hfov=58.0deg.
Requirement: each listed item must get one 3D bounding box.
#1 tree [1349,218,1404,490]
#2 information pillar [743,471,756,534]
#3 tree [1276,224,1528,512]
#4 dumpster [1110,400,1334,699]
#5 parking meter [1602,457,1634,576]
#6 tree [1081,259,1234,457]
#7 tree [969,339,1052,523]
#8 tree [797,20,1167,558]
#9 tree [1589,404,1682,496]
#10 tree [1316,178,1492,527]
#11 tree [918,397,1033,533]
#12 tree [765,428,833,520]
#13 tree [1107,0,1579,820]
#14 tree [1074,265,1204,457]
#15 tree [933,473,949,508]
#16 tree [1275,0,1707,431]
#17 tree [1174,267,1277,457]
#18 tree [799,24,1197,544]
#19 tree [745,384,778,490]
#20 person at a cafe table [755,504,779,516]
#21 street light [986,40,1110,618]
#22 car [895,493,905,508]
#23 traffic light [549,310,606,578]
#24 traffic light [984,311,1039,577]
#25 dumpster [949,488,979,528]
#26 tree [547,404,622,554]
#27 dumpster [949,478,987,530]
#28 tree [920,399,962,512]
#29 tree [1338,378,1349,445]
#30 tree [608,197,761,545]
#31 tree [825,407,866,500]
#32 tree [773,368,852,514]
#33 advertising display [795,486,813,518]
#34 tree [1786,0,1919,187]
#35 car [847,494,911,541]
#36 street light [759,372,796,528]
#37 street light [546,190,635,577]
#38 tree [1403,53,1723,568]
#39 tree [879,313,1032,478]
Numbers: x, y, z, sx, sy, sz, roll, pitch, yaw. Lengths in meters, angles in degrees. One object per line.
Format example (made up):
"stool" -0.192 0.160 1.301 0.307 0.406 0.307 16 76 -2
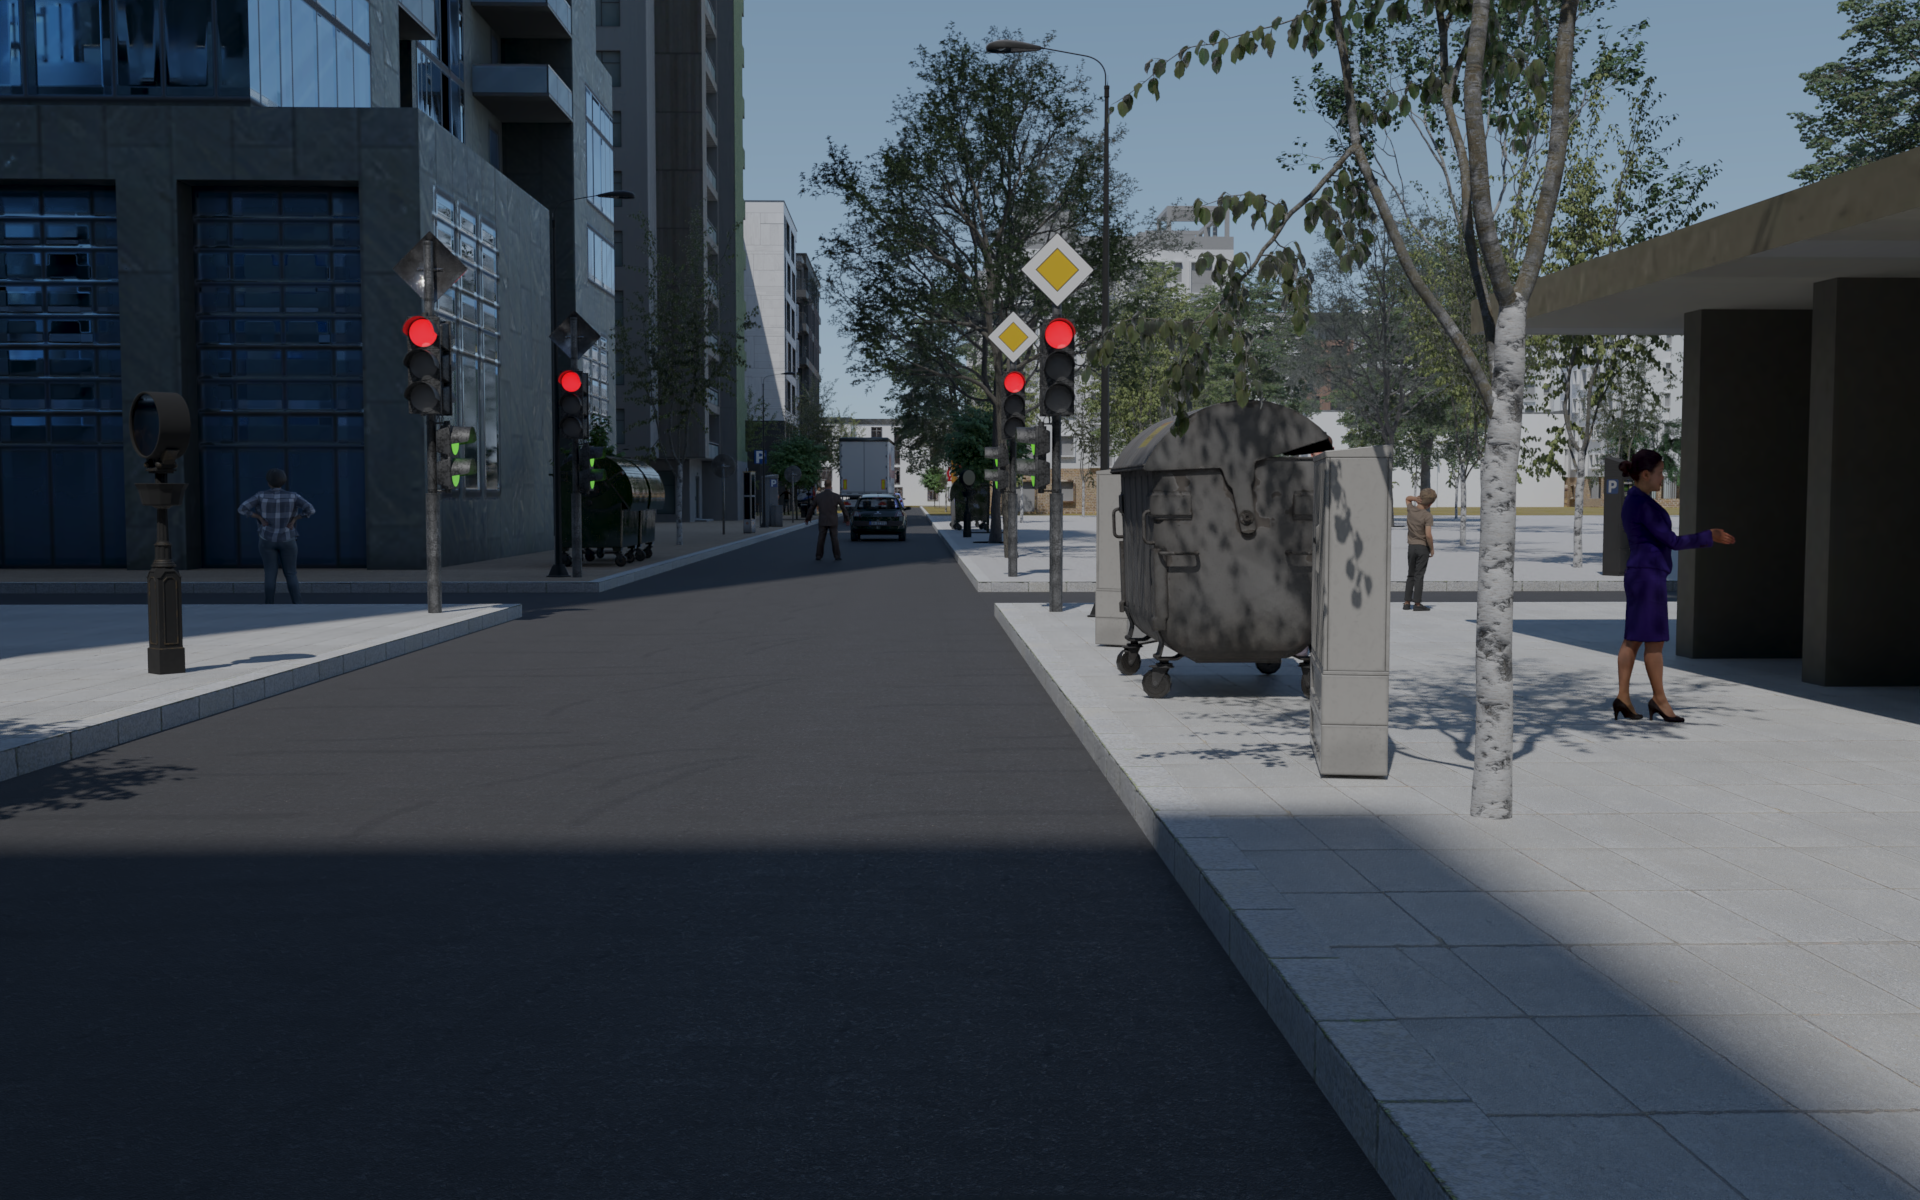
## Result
"tree" 12.608 -5.648 42.712 4.737 8.622 4.395 0 3 0
"information pillar" -6.860 -3.173 56.368 0.304 2.012 0.304 1 4 22
"tree" 21.660 -10.649 80.772 9.857 13.997 8.962 0 3 0
"dumpster" 1.725 -0.352 11.516 1.264 1.857 1.865 0 4 -2
"parking meter" 10.309 -1.310 27.131 0.255 1.863 0.399 -2 4 -29
"tree" 9.798 -10.174 84.468 7.486 12.596 7.792 0 3 0
"tree" 2.513 -7.740 76.919 4.737 8.622 4.395 0 3 0
"tree" 0.707 -6.129 34.622 7.601 10.594 8.767 1 4 16
"tree" 46.648 -8.146 96.092 20.602 7.101 11.467 0 4 -8
"tree" 16.696 -9.593 67.224 12.009 13.543 11.850 0 3 0
"tree" 0.912 -4.476 56.889 4.285 4.588 4.351 0 3 0
"tree" -7.986 -6.227 85.518 4.285 4.588 4.351 0 3 0
"tree" 2.095 -3.457 6.877 4.360 8.622 3.978 0 3 0
"tree" 5.602 -6.353 54.233 4.737 8.622 4.395 0 3 0
"tree" -1.938 -9.964 157.507 1.663 3.219 1.824 0 3 0
"tree" 16.176 -12.066 53.170 12.611 20.169 13.585 0 3 0
"tree" 15.288 -11.481 94.377 9.857 13.997 8.962 0 3 0
"tree" 1.060 -8.224 44.827 12.009 13.543 11.850 0 3 0
"tree" -12.027 -8.688 92.414 4.737 8.622 4.395 0 3 0
"person at a cafe table" -11.345 -5.633 100.609 1.698 1.524 1.622 2 4 28
"street light" 0.964 -2.774 17.903 1.470 5.913 1.316 0 4 -2
"car" -5.377 -7.970 139.897 1.945 1.707 3.694 0 4 -1
"traffic light" -5.878 -2.302 26.556 0.839 4.253 0.868 0 4 -2
"traffic light" 0.800 -2.314 26.762 0.839 4.253 0.868 0 4 -2
"dumpster" 0.206 -3.727 66.697 1.264 1.857 1.865 0 4 -2
"tree" -7.846 -2.627 37.548 1.663 3.219 1.824 0 3 0
"dumpster" 0.363 -3.625 61.764 1.502 2.255 1.985 0 4 -1
"tree" -1.233 -10.553 122.912 4.360 8.622 3.978 0 3 0
"tree" 23.919 -9.190 100.611 4.737 8.622 4.395 0 3 0
"tree" -7.098 -5.711 43.731 4.360 8.622 3.978 0 3 0
"tree" -10.037 -11.964 145.966 4.737 8.622 4.395 0 3 0
"tree" -8.861 -9.245 101.516 4.360 8.622 3.978 0 3 0
"advertising display" -8.436 -5.412 93.695 0.974 1.923 0.123 0 4 -7
"tree" 23.096 -8.010 37.613 9.857 13.997 8.962 0 3 0
"car" -2.527 -2.707 54.047 2.009 1.686 4.222 0 4 -2
"street light" -6.934 -5.712 65.931 1.470 5.913 1.316 0 4 -2
"street light" -5.672 -3.309 26.640 1.470 5.913 1.316 0 4 -2
"tree" 11.011 -4.878 30.124 4.737 8.622 4.395 0 3 0
"tree" -0.059 -12.044 103.578 9.857 13.997 8.962 0 3 0
